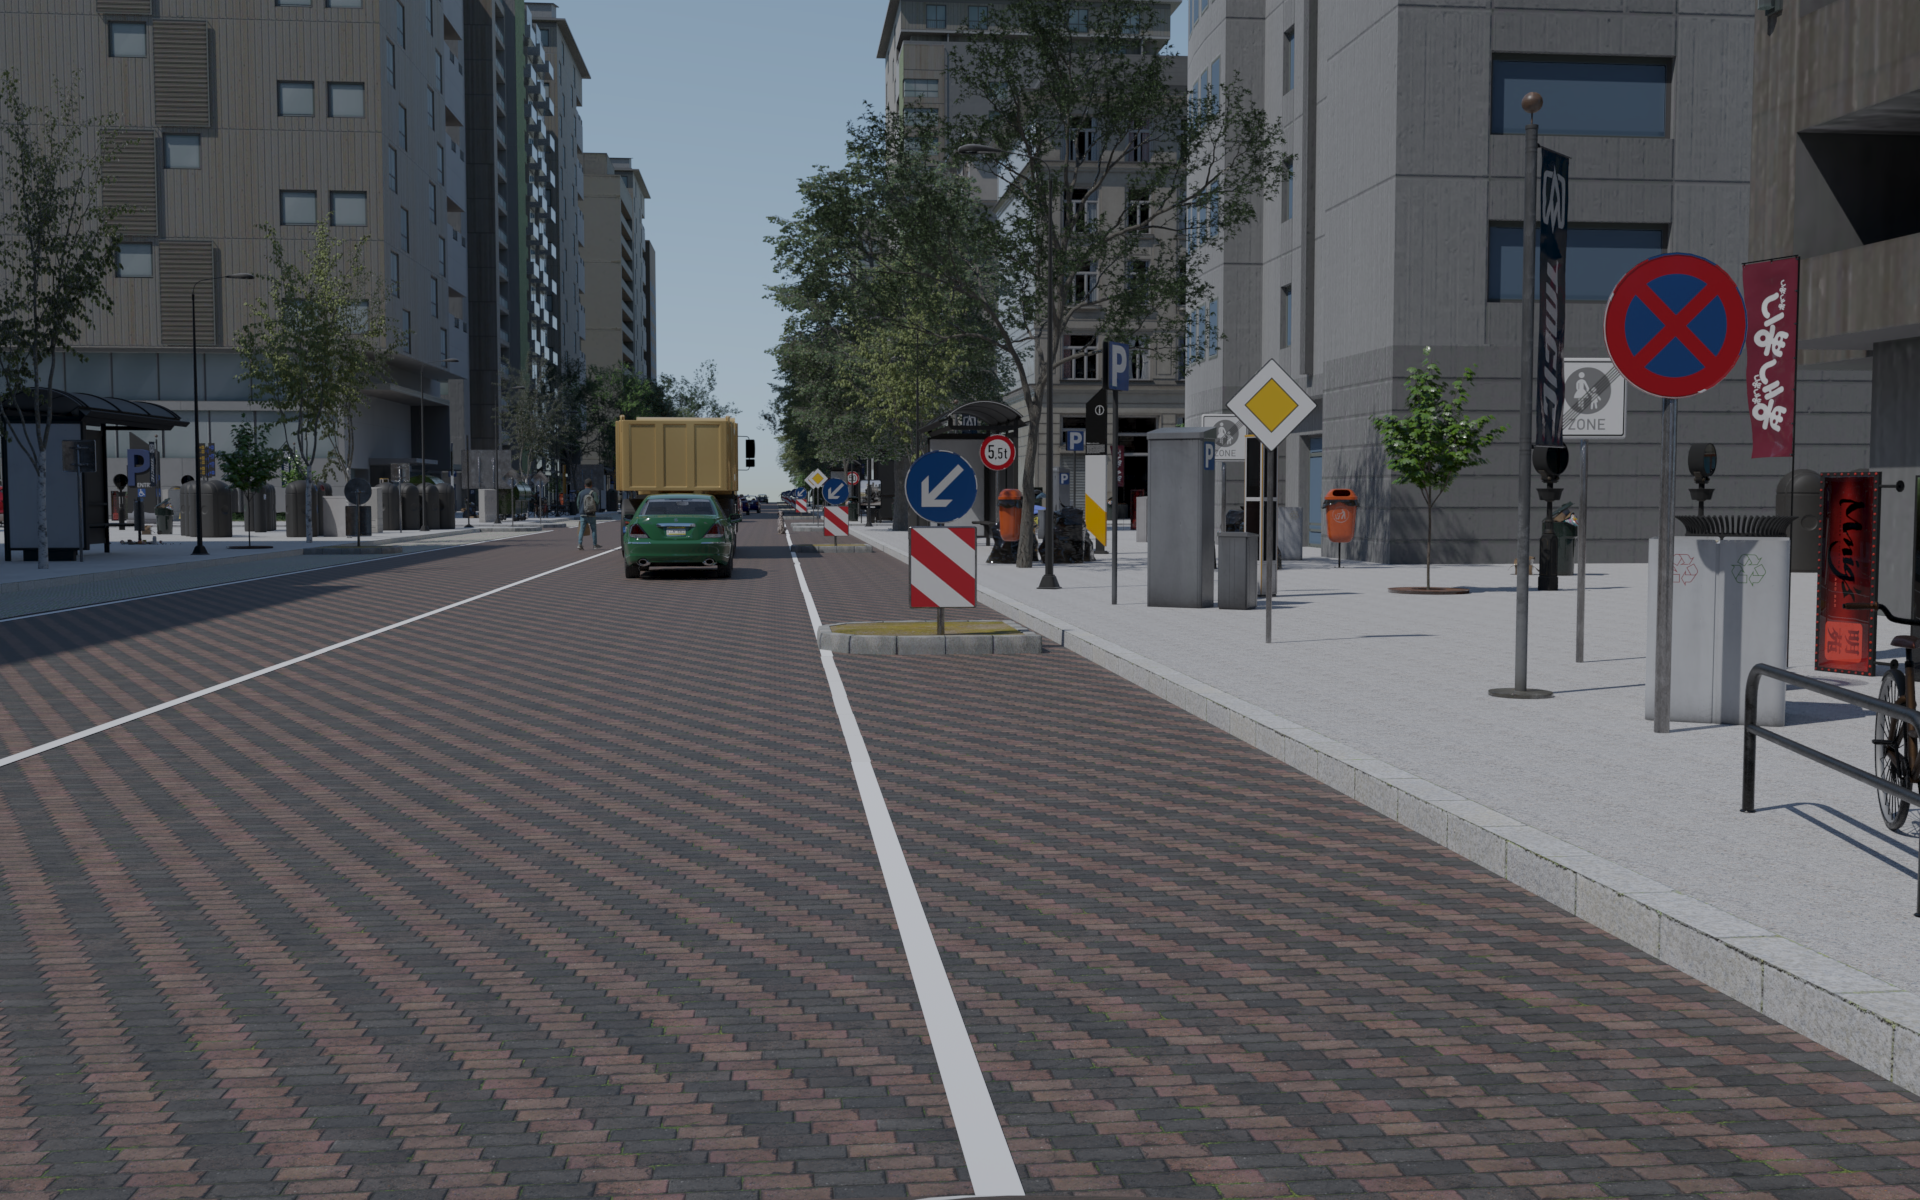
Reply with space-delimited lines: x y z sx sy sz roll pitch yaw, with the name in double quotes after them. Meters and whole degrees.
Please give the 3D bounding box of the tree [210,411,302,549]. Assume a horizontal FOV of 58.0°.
-16.860 -2.826 40.811 1.663 3.219 1.824 0 3 0 "tree"

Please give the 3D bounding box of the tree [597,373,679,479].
-29.967 -15.137 164.497 9.611 12.733 9.660 0 3 0 "tree"

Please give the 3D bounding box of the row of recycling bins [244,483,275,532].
-24.479 -3.272 60.607 1.069 1.692 3.534 -1 4 -20 "row of recycling bins"

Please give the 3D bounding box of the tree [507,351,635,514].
-24.956 -10.884 112.363 8.767 10.594 7.601 -1 4 -19 "tree"

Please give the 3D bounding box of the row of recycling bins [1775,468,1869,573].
15.014 -1.265 27.798 3.534 1.692 1.069 2 4 30 "row of recycling bins"

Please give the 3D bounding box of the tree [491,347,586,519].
-21.930 -8.416 87.970 4.360 8.622 3.978 0 3 0 "tree"

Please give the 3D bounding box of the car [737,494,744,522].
-12.331 -4.937 89.390 2.281 1.827 5.304 0 4 -5 "car"

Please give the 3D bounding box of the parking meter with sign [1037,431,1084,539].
2.762 -3.202 48.621 0.543 3.016 1.738 -2 4 -29 "parking meter with sign"

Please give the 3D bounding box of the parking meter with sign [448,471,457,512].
-35.398 -7.627 120.959 0.543 3.016 1.738 -1 4 -14 "parking meter with sign"

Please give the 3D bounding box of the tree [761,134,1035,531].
-2.150 -9.389 60.163 9.857 13.997 8.962 0 3 0 "tree"

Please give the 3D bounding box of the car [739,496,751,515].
-15.337 -6.521 119.194 1.945 1.354 3.894 0 4 -7 "car"

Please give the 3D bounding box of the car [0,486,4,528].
-40.162 -3.696 69.100 5.304 1.827 2.281 0 4 -7 "car"

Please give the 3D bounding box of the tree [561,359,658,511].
-26.830 -12.752 134.250 9.928 11.665 9.643 0 3 0 "tree"

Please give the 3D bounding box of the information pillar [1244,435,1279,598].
3.745 -1.043 21.541 0.304 2.012 0.304 -3 4 -38 "information pillar"

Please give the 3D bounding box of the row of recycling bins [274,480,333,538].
-19.864 -2.794 52.798 1.069 1.692 3.534 -1 4 -10 "row of recycling bins"

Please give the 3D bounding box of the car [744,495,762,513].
-16.027 -7.279 131.594 1.945 1.354 3.894 0 4 -5 "car"

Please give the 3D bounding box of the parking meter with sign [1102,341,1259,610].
2.508 -1.427 19.596 1.738 3.016 0.543 2 4 30 "parking meter with sign"

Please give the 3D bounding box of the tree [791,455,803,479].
-18.104 -15.946 211.082 4.737 8.622 4.395 0 3 0 "tree"

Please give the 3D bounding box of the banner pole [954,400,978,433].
0.111 -3.429 46.081 0.863 3.779 0.401 -2 4 -24 "banner pole"

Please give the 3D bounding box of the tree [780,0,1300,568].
1.165 -5.815 29.487 8.767 10.594 7.601 -1 4 -11 "tree"

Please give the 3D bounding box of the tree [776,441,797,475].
-27.016 -23.441 293.636 12.009 13.543 11.850 0 3 0 "tree"

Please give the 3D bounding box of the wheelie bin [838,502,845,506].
-6.419 -5.320 94.896 0.693 1.594 0.980 0 4 -3 "wheelie bin"

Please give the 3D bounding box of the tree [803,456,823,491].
-11.512 -11.897 144.870 4.360 8.622 3.978 0 3 0 "tree"

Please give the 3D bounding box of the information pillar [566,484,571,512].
-27.970 -7.285 123.599 0.304 2.012 0.304 -2 4 -33 "information pillar"

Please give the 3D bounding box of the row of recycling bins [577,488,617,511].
-27.097 -7.390 127.947 3.534 1.692 1.069 0 4 -5 "row of recycling bins"

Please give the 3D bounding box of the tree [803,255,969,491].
-1.519 -6.235 52.311 4.737 8.622 4.395 0 3 0 "tree"

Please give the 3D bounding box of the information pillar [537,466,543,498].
-34.189 -9.158 141.088 0.504 3.616 0.183 -1 4 -19 "information pillar"

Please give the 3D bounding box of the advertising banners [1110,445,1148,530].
6.354 -4.009 61.735 2.074 3.025 0.090 1 4 15 "advertising banners"

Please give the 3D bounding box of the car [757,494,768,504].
-29.509 -15.223 258.687 2.009 1.686 4.222 0 4 -5 "car"

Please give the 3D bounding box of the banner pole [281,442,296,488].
-32.487 -5.748 83.990 0.863 3.779 0.401 -1 4 -8 "banner pole"

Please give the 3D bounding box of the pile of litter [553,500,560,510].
-32.227 -7.634 138.781 1.719 0.858 1.176 1 4 16 "pile of litter"

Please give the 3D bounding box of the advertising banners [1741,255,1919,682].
6.327 -0.982 12.251 0.090 3.025 2.074 -1 4 -23 "advertising banners"

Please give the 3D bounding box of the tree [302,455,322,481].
-28.679 -4.913 74.932 1.663 3.219 1.824 0 3 0 "tree"

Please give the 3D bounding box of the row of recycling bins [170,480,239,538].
-22.769 -2.755 52.163 1.069 1.692 3.534 -2 4 -35 "row of recycling bins"

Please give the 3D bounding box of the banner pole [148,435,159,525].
-33.780 -5.054 72.651 0.401 3.779 0.863 0 4 3 "banner pole"

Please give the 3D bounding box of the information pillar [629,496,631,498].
-27.848 -9.499 146.655 0.183 3.616 0.504 -3 5 -43 "information pillar"

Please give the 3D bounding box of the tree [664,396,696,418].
-32.550 -16.468 187.372 7.486 12.596 7.792 0 3 0 "tree"

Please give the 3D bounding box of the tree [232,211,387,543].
-17.195 -5.822 45.546 4.737 8.622 4.395 0 3 0 "tree"

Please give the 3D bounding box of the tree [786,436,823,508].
-12.802 -14.595 164.380 9.928 11.665 9.643 0 3 0 "tree"

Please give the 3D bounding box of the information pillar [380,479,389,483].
-27.185 -4.731 81.837 0.304 2.012 0.304 -3 5 -45 "information pillar"

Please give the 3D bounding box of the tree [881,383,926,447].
-3.300 -9.582 107.028 4.360 8.622 3.978 0 3 0 "tree"

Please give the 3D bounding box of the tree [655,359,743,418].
-36.836 -23.601 241.766 12.611 20.169 13.585 0 3 0 "tree"

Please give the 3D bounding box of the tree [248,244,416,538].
-18.024 -6.103 50.145 4.360 8.622 3.978 0 3 0 "tree"

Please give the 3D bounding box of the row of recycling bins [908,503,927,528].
-0.809 -2.546 48.741 1.069 1.692 3.534 1 4 10 "row of recycling bins"

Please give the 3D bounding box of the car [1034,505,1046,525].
1.990 -3.772 71.267 3.694 1.707 1.945 0 4 -7 "car"

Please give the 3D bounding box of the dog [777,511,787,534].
-6.508 -2.781 62.312 0.513 0.831 0.800 2 4 27 "dog"

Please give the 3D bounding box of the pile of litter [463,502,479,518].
-25.756 -4.785 92.200 1.176 0.858 1.719 3 5 41 "pile of litter"

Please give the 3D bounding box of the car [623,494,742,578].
-4.983 -1.174 30.996 2.131 1.459 4.920 0 4 -7 "car"

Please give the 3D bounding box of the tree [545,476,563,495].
-34.190 -9.334 147.218 1.663 3.219 1.824 0 3 0 "tree"

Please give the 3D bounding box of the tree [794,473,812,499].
-21.024 -15.525 237.554 4.285 4.588 4.351 0 3 0 "tree"

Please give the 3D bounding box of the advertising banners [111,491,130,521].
-40.438 -5.303 82.889 0.090 3.025 2.074 1 4 16 "advertising banners"

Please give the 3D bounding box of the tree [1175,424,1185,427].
9.360 -4.864 63.238 4.285 4.588 4.351 0 3 0 "tree"

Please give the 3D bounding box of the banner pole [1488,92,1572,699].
3.715 -1.288 11.080 0.401 3.779 0.863 3 5 40 "banner pole"

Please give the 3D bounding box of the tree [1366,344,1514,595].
6.034 -1.710 22.560 1.663 3.219 1.824 0 3 0 "tree"

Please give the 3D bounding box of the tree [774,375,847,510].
-10.795 -13.355 136.474 7.486 12.596 7.792 0 3 0 "tree"

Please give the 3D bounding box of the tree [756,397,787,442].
-25.559 -25.373 270.742 12.611 20.169 13.585 0 3 0 "tree"

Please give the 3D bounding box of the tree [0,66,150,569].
-15.975 -4.844 29.570 4.360 8.622 3.978 0 3 0 "tree"

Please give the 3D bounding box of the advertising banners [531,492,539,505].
-31.513 -7.887 125.135 2.074 3.025 0.090 -1 4 -11 "advertising banners"

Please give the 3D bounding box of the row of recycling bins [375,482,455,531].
-19.476 -3.360 62.050 1.069 1.692 3.534 2 4 28 "row of recycling bins"
